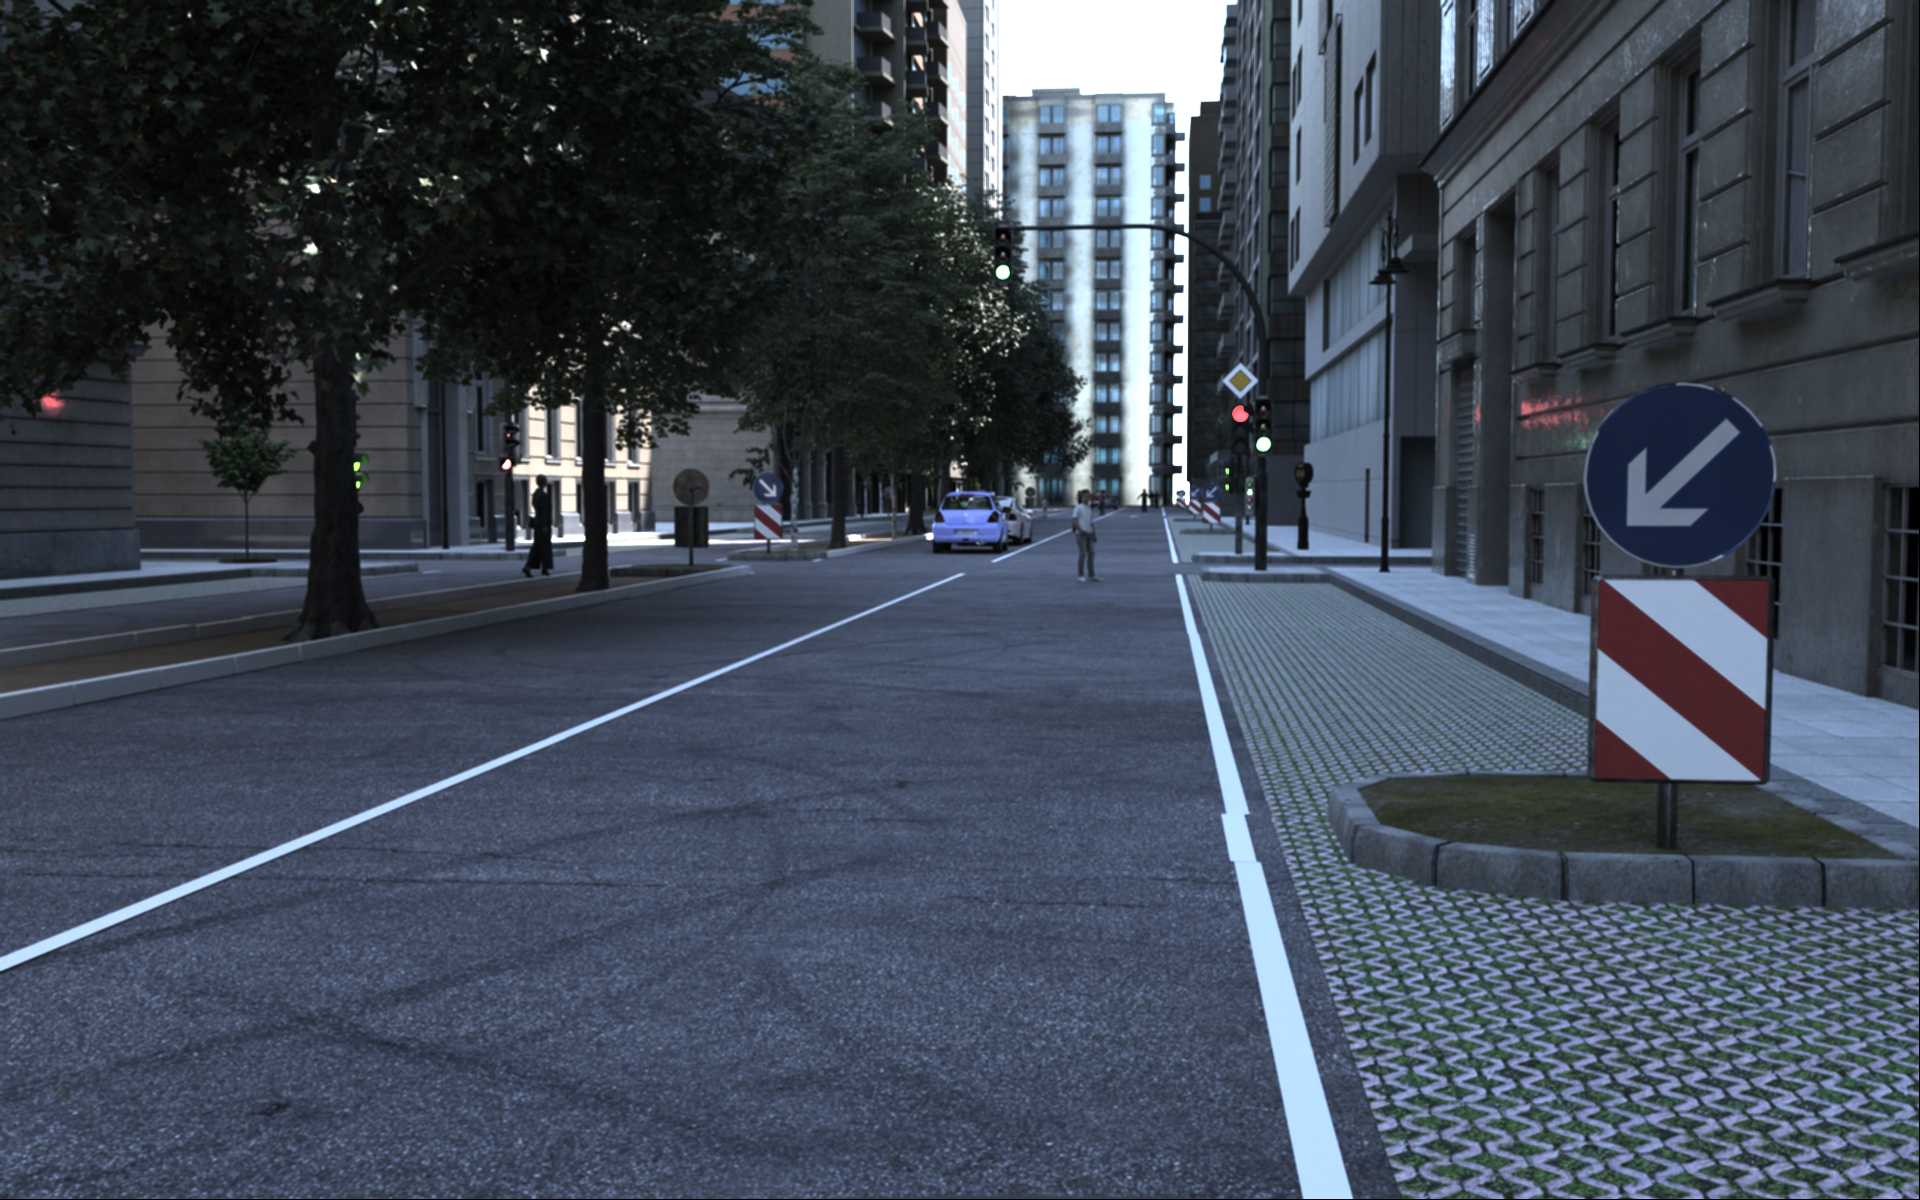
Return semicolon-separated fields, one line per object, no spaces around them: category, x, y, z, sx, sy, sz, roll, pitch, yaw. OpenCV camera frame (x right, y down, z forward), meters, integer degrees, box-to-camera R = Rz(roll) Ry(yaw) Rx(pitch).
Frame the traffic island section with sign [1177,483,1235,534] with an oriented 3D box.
traffic island section with sign;8.879;-3.268;62.054;1.989;1.847;2.006;0;4;7

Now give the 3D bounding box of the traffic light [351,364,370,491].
traffic light;-11.015;-2.568;30.905;0.839;4.253;0.868;0;4;7

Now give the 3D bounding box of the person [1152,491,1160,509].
person;19.369;-9.911;171.264;0.721;1.735;1.217;3;5;45

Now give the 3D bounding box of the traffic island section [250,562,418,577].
traffic island section;-11.054;-0.536;31.045;2.009;0.180;2.903;0;4;7

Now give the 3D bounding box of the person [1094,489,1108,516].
person;9.443;-6.513;115.702;0.721;1.743;1.217;-3;5;-42

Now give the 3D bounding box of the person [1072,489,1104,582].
person;2.068;-1.054;28.322;0.523;1.515;0.503;1;4;16

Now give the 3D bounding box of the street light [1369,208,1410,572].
street light;6.998;-3.400;28.376;0.468;5.910;1.993;0;4;7

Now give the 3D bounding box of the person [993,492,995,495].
person;2.776;-8.873;153.446;0.709;1.838;0.599;-2;4;-23

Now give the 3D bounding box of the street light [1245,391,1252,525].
street light;12.090;-6.106;72.624;0.468;5.910;1.993;0;4;7

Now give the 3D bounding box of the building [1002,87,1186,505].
building;11.433;-35.924;206.961;30.456;49.044;23.786;0;4;7

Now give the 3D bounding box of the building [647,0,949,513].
building;-12.654;-28.999;128.750;22.147;44.769;28.867;0;4;7

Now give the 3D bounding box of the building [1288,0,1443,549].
building;23.515;-28.088;48.475;27.495;52.752;28.713;0;4;7

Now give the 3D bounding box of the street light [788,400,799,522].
street light;-7.627;-6.464;78.467;0.468;5.910;1.993;0;4;7

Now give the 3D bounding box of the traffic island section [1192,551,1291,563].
traffic island section;5.993;-0.908;37.124;2.009;0.180;2.903;0;4;7

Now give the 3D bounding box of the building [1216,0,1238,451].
building;34.595;-32.769;155.375;23.786;49.044;30.456;0;4;7

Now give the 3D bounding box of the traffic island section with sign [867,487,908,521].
traffic island section with sign;-3.773;-5.068;91.494;1.989;1.847;2.006;0;4;7

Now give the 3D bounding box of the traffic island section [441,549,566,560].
traffic island section;-10.141;-1.021;38.978;2.009;0.180;2.903;0;4;7

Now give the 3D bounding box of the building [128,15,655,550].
building;-17.676;-16.107;49.257;13.634;28.700;20.117;0;4;7

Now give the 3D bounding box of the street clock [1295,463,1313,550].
street clock;7.949;-2.171;40.074;0.358;2.002;0.471;-1;4;-19

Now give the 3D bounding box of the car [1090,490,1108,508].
car;14.594;-10.471;179.878;2.281;1.827;5.304;0;4;5

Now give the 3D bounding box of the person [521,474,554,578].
person;-7.207;-1.273;29.728;0.576;1.772;0.534;2;4;31

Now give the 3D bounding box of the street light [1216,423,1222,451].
street light;16.520;-8.425;110.532;0.468;5.910;1.993;0;4;7

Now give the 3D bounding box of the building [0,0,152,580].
building;-31.285;-12.619;25.398;34.723;24.649;14.460;0;4;7

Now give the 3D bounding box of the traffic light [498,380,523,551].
traffic light;-8.015;-3.912;38.635;4.771;5.953;1.251;0;4;7

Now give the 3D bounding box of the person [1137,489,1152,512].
person;14.538;-7.828;136.447;1.348;1.831;0.705;2;4;29

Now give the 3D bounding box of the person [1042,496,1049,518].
person;5.119;-5.604;104.410;0.425;1.301;0.394;-1;4;-17

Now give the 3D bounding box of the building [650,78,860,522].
building;-12.562;-13.972;79.356;10.553;20.767;40.483;0;4;7

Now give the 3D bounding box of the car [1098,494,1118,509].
car;13.915;-9.233;162.969;2.014;1.417;4.499;0;4;7

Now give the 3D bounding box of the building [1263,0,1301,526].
building;20.153;-18.556;75.096;14.160;30.474;14.107;0;4;7

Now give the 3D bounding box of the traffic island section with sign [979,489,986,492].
traffic island section with sign;1.818;-8.037;140.035;1.989;1.847;2.006;0;4;7

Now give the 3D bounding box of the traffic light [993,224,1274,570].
traffic light;2.954;-3.334;29.179;4.771;5.953;1.251;0;4;7

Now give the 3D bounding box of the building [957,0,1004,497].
building;-6.606;-45.344;179.628;20.611;71.187;20.563;0;4;7

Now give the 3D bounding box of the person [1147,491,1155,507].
person;21.152;-11.188;191.440;0.705;1.821;1.348;-2;4;-29

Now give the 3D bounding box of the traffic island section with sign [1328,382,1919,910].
traffic island section with sign;2.544;0.102;6.959;1.989;1.847;2.006;0;4;7

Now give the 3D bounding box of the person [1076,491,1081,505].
person;10.449;-8.653;150.662;0.721;1.739;1.217;-2;4;-32

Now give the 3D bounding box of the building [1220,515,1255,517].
building;25.139;-40.398;98.759;20.563;71.187;20.611;0;4;7

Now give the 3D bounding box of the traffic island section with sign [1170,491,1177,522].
traffic island section with sign;12.090;-4.979;90.039;1.989;1.847;2.006;0;4;7

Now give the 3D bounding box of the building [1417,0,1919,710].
building;13.320;-10.976;12.747;16.112;22.955;30.059;0;4;7

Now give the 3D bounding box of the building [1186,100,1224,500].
building;33.458;-33.632;199.993;14.200;45.320;14.600;0;4;7

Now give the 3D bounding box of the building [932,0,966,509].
building;-7.108;-30.569;149.915;14.600;45.320;14.200;0;4;7

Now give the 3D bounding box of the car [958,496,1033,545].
car;1.013;-2.287;49.750;2.083;1.381;4.827;0;4;7

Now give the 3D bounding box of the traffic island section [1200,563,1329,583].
traffic island section;5.081;-0.423;29.191;2.009;0.180;2.903;0;4;7

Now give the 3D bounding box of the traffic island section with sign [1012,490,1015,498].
traffic island section with sign;5.005;-9.734;167.781;1.989;1.847;2.006;0;4;7

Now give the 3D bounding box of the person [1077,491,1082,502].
person;10.903;-9.075;157.611;0.721;1.736;1.217;1;4;21

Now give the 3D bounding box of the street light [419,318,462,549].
street light;-12.018;-4.130;40.307;0.468;5.910;1.993;0;4;7

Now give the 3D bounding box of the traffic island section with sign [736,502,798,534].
traffic island section with sign;-6.993;-3.349;63.382;1.989;1.847;2.006;0;4;7

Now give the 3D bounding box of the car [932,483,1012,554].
car;0.290;-2.046;43.042;1.945;1.707;3.694;0;4;5

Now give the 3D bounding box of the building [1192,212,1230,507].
building;31.106;-24.905;178.890;14.160;30.474;14.107;0;4;7

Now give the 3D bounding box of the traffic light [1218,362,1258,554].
traffic light;5.955;-2.942;37.015;0.839;4.253;0.868;0;4;7
